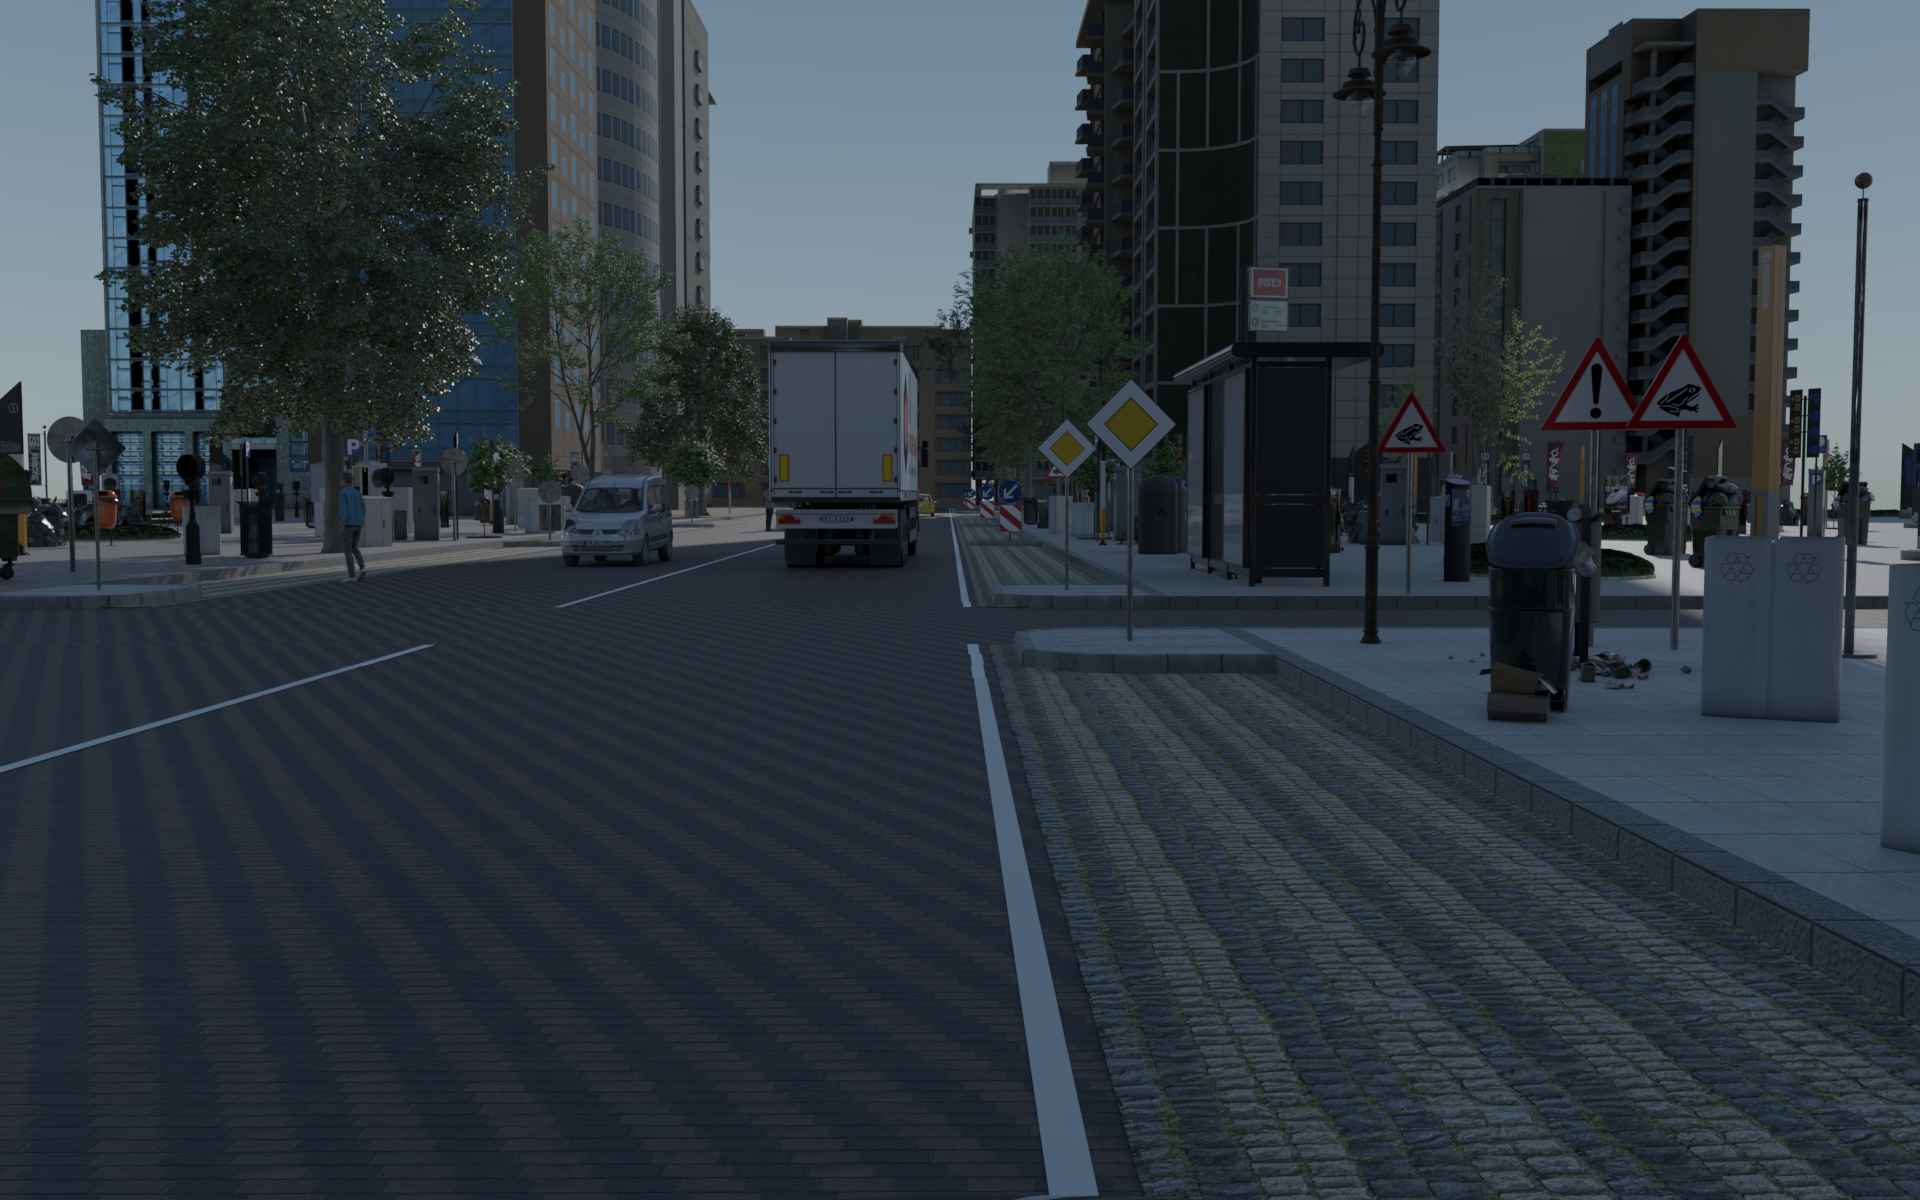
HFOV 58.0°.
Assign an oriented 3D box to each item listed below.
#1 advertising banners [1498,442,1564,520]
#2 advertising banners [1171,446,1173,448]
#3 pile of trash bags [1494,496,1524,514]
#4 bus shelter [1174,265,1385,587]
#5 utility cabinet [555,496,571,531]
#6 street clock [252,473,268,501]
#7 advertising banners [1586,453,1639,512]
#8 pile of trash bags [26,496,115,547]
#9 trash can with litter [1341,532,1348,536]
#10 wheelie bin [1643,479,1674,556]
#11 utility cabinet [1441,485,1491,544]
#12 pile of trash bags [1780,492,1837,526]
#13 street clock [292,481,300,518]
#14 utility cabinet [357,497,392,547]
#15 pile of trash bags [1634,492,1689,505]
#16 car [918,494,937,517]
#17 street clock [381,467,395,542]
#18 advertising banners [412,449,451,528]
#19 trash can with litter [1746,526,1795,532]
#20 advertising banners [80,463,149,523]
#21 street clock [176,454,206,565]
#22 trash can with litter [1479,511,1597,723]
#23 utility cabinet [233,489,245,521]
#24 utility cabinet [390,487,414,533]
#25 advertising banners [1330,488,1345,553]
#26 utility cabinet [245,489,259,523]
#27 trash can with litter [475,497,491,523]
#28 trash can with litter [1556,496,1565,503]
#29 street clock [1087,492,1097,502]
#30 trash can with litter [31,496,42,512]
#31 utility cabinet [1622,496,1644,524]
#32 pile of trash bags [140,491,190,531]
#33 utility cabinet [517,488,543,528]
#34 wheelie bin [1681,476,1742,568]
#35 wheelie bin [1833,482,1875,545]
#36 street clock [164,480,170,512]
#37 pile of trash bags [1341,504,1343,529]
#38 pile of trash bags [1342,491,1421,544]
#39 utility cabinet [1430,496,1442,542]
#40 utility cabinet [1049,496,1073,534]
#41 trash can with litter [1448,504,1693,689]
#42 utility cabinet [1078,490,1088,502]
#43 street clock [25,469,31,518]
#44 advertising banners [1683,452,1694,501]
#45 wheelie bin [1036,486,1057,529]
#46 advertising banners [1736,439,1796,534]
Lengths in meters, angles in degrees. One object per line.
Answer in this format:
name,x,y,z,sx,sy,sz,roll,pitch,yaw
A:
advertising banners,19.282,-3.813,58.527,2.074,3.025,0.090,2,4,27
advertising banners,7.276,-4.099,63.205,2.074,3.025,0.090,-2,4,-34
pile of trash bags,28.298,-4.940,90.514,3.447,1.369,1.912,3,4,37
bus shelter,4.761,-3.088,28.129,2.179,5.291,8.768,0,4,-1
utility cabinet,-14.050,-3.046,60.960,0.306,1.237,1.020,-3,4,-38
street clock,-27.384,-3.862,67.707,0.471,2.002,0.358,-2,4,-29
advertising banners,27.623,-4.719,73.351,2.074,3.025,0.090,1,4,15
pile of trash bags,-22.317,-1.997,42.396,3.447,1.369,1.912,0,4,-1
trash can with litter,11.090,-2.588,53.366,2.233,1.210,1.678,0,4,5
wheelie bin,14.832,-1.738,36.329,0.980,1.594,0.693,-2,4,-29
utility cabinet,12.760,-2.140,43.673,1.173,1.500,0.318,3,4,37
pile of trash bags,34.631,-3.755,71.145,1.912,1.369,3.447,3,4,36
street clock,-36.235,-5.506,94.600,0.358,2.002,0.471,0,4,4
utility cabinet,-14.235,-1.892,42.089,0.306,1.237,1.020,1,4,20
pile of trash bags,38.738,-5.214,94.998,3.447,1.369,1.912,1,4,13
car,-2.469,-6.086,109.724,2.015,1.641,3.980,0,4,0
street clock,-15.322,-2.559,46.411,0.358,2.002,0.471,0,4,-2
advertising banners,-20.330,-4.305,66.578,2.074,3.025,0.090,2,4,32
trash can with litter,27.643,-2.931,58.979,1.678,1.210,2.233,1,4,19
advertising banners,-27.236,-3.639,55.681,2.074,3.025,0.090,-2,4,-32
street clock,-13.965,-1.647,31.499,0.471,2.002,0.358,1,4,17
trash can with litter,3.368,0.079,10.093,0.624,1.170,1.055,1,4,21
utility cabinet,-33.075,-4.355,79.880,1.173,1.500,0.318,3,4,38
utility cabinet,-18.336,-2.904,56.165,1.173,1.500,0.318,1,4,13
advertising banners,7.533,-2.501,37.087,2.074,3.025,0.090,-3,4,-38
utility cabinet,-29.420,-3.880,72.114,0.318,1.500,1.173,-2,4,-29
trash can with litter,-20.854,-3.983,76.512,0.624,1.170,1.055,2,4,29
trash can with litter,31.219,-4.762,89.246,0.624,1.170,1.055,-3,5,-41
street clock,4.299,-3.167,56.350,0.358,2.002,0.471,-3,4,-37
trash can with litter,-31.040,-2.919,58.786,1.678,1.210,2.233,0,4,-2
utility cabinet,24.200,-3.146,62.595,0.306,1.237,1.020,-2,4,-27
pile of trash bags,-25.686,-2.682,53.596,3.447,1.369,1.912,-3,4,-36
utility cabinet,-15.933,-3.398,64.243,1.173,1.500,0.318,3,4,37
wheelie bin,13.206,-1.367,30.259,0.980,1.594,0.693,-2,4,-35
wheelie bin,22.735,-2.207,43.999,0.980,1.594,0.693,0,4,4
street clock,-40.454,-5.126,88.377,0.358,2.002,0.471,-1,4,-14
pile of trash bags,12.482,-2.878,56.809,1.912,1.369,3.447,2,4,28
pile of trash bags,11.295,-2.230,46.207,1.912,1.369,3.447,1,4,14
utility cabinet,12.969,-2.179,46.793,0.306,1.237,1.020,0,4,-1
utility cabinet,3.223,-2.714,55.535,0.306,1.237,1.020,2,4,35
trash can with litter,4.394,-0.085,12.449,1.678,1.210,2.233,1,4,15
utility cabinet,7.075,-5.352,96.177,1.173,1.500,0.318,3,5,44
street clock,-27.337,-2.812,50.548,0.358,2.002,0.471,0,3,0
advertising banners,30.186,-4.633,71.930,0.090,3.025,2.074,1,4,9
wheelie bin,3.261,-3.443,64.197,0.693,1.594,0.980,-3,5,-42
advertising banners,25.752,-3.628,55.512,2.074,3.025,0.090,3,5,43
